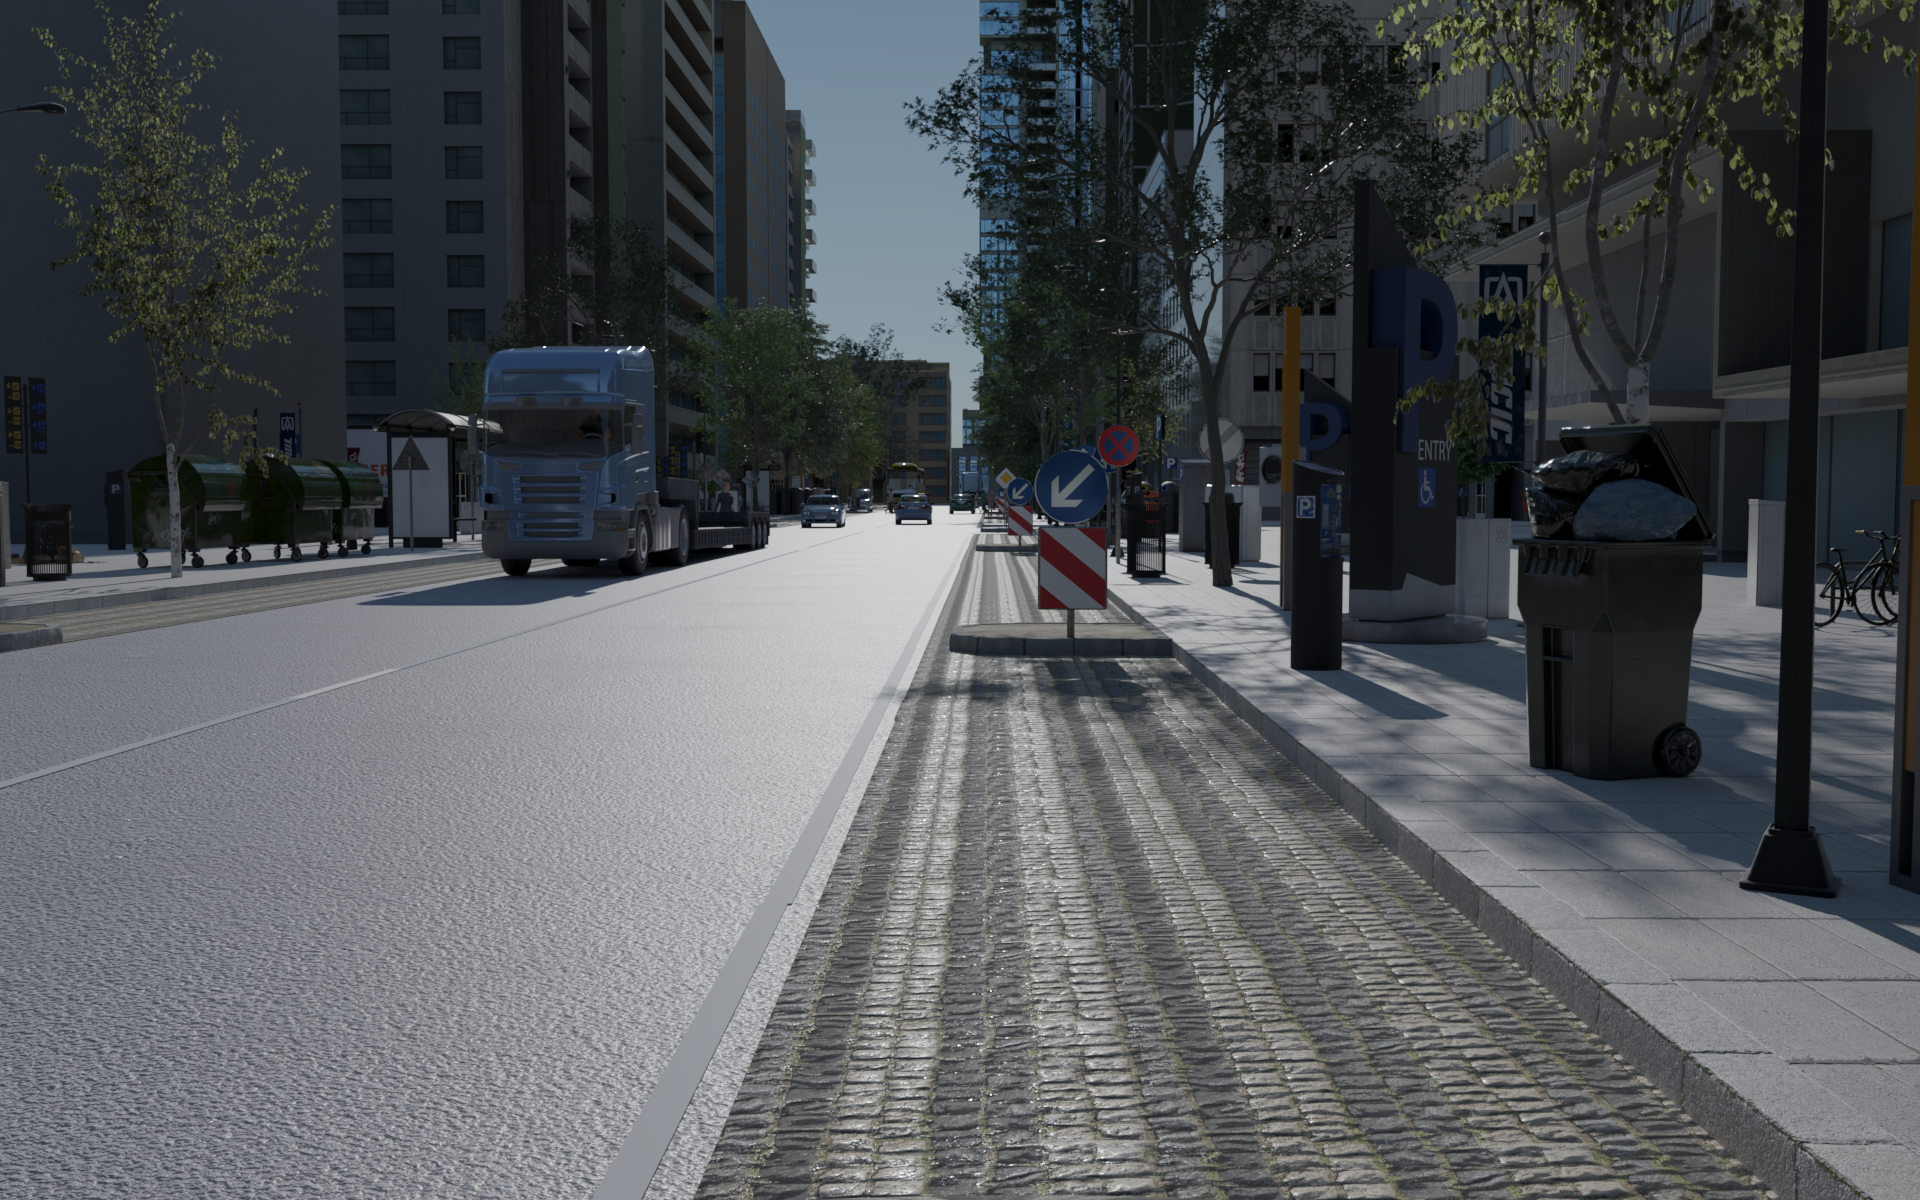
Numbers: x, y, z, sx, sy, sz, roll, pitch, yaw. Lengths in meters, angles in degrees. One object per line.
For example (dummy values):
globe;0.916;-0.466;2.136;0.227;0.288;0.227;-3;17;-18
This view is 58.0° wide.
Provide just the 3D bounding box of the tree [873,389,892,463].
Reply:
tree;-10.060;-14.151;157.128;9.928;11.665;9.643;0;3;0

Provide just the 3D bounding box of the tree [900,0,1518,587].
tree;3.610;-5.488;24.135;8.767;10.594;7.601;-1;4;-11

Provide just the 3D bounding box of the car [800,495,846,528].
car;-5.909;-3.864;75.186;2.014;1.417;4.499;0;4;-1

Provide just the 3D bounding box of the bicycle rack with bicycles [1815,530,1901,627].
bicycle rack with bicycles;9.474;-0.195;16.569;2.925;0.926;2.852;0;4;-3

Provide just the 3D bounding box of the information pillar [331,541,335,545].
information pillar;-16.020;-2.406;43.830;0.304;2.012;0.304;0;4;-4

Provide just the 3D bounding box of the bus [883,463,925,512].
bus;-4.363;-9.083;140.057;2.896;3.916;12.252;0;4;2

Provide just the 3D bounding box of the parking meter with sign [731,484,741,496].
parking meter with sign;-16.637;-8.081;128.392;1.738;3.016;0.543;-1;4;-20

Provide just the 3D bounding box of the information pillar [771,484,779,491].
information pillar;-13.369;-7.297;123.801;0.304;2.012;0.304;-3;5;-44

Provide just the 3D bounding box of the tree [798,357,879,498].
tree;-10.575;-13.816;144.016;7.486;12.596;7.792;0;3;0

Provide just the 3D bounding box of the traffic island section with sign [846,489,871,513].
traffic island section with sign;-7.648;-7.312;128.172;1.989;1.847;2.006;0;4;1

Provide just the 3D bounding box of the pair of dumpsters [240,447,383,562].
pair of dumpsters;-13.023;-1.965;34.618;1.574;2.255;4.437;0;4;1

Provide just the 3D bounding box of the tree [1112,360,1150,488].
tree;9.542;-8.437;88.308;4.360;8.622;3.978;0;3;0

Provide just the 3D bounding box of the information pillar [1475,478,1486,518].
information pillar;21.999;-4.202;73.202;0.304;2.012;0.304;3;5;39

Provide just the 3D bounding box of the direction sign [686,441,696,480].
direction sign;-11.384;-5.030;74.241;0.379;3.537;0.876;0;4;-3

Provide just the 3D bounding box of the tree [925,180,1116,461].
tree;4.515;-15.347;106.813;12.611;20.169;13.585;0;3;0

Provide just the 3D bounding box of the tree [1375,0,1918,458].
tree;3.990;-3.647;9.986;4.360;8.622;3.978;0;3;0

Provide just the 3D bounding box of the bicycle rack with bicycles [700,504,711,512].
bicycle rack with bicycles;-16.077;-6.461;119.024;2.925;0.926;2.852;2;4;26

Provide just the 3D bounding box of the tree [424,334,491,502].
tree;-22.115;-7.848;78.684;4.737;8.622;4.395;0;3;0

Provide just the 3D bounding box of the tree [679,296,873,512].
tree;-10.813;-10.107;91.005;9.928;11.665;9.643;0;3;0

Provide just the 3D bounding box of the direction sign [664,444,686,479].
direction sign;-12.667;-5.248;77.797;0.876;3.537;0.379;0;4;5

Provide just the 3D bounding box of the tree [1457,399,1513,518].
tree;17.267;-4.630;59.421;4.285;4.588;4.351;0;3;0

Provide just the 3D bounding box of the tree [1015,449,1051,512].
tree;5.623;-8.662;125.342;4.285;4.588;4.351;0;3;0

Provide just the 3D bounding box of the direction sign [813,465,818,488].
direction sign;-10.435;-8.141;125.099;0.379;3.537;0.876;-2;4;-31

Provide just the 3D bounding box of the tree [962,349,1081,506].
tree;5.034;-14.122;137.556;9.857;13.997;8.962;0;3;0

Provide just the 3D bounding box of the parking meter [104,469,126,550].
parking meter;-19.360;-2.077;39.665;0.399;1.863;0.255;-2;4;-34

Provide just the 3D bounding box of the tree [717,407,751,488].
tree;-18.660;-11.670;141.173;4.737;8.622;4.395;0;3;0

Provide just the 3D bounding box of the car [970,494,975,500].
car;0.982;-10.823;186.749;2.009;1.686;4.222;0;4;3

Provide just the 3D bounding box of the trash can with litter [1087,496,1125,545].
trash can with litter;3.531;-1.954;43.337;0.624;1.170;1.055;2;4;34

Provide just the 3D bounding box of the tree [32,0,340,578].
tree;-11.861;-4.637;26.183;4.360;8.622;3.978;0;3;0

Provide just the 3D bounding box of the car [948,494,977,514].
car;0.169;-6.947;125.380;2.131;1.459;4.920;0;4;2

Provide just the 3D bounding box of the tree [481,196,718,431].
tree;-11.560;-7.395;55.315;8.767;10.594;7.601;1;4;14

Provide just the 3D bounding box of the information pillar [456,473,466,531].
information pillar;-17.267;-3.382;59.788;0.304;2.012;0.304;2;4;26

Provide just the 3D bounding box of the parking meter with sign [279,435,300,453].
parking meter with sign;-19.520;-3.283;49.933;0.543;3.016;1.738;0;4;-7

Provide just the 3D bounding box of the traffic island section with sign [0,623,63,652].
traffic island section with sign;-9.627;-0.461;16.162;1.989;1.847;2.006;0;4;1

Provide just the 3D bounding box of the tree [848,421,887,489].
tree;-9.220;-13.280;167.486;4.360;8.622;3.978;0;3;0

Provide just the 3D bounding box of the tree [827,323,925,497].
tree;-8.552;-20.374;188.997;12.611;20.169;13.585;0;3;0

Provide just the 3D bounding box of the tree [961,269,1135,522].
tree;4.214;-9.440;80.104;9.928;11.665;9.643;0;3;0

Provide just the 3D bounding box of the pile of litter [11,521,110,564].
pile of litter;-16.800;-1.108;32.080;1.719;0.858;1.176;0;4;4

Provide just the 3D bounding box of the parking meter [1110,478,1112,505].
parking meter;5.209;-3.425;61.710;0.399;1.863;0.255;0;4;5

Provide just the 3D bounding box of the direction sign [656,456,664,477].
direction sign;-17.823;-6.833;103.720;0.876;3.537;0.379;-3;5;-44

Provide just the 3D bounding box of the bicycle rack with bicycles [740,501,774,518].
bicycle rack with bicycles;-11.441;-4.959;94.454;2.852;0.926;2.925;-2;4;-34

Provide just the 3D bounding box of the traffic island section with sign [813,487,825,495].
traffic island section with sign;-8.132;-5.602;100.214;1.989;1.847;2.006;0;4;1

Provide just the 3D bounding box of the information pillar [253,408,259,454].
information pillar;-19.062;-3.400;46.950;0.183;3.616;0.504;-1;4;-16

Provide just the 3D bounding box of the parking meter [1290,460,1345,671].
parking meter;2.620;-0.262;12.699;0.372;1.533;0.369;0;3;0

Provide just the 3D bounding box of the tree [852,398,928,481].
tree;-9.130;-18.896;219.319;12.009;13.543;11.850;0;3;0

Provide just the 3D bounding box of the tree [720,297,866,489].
tree;-10.994;-12.560;112.007;9.857;13.997;8.962;0;3;0

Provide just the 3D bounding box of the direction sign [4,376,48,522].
direction sign;-18.065;-2.542;33.555;0.379;3.537;0.876;2;4;23

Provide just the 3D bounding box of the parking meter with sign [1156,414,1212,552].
parking meter with sign;5.229;-2.568;38.243;1.738;3.016;0.543;0;4;-6

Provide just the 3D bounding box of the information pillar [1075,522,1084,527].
information pillar;3.242;-2.637;47.606;0.304;2.012;0.304;3;4;38

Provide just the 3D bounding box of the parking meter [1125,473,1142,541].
parking meter;4.708;-2.521;46.934;0.399;1.863;0.255;-2;4;-29

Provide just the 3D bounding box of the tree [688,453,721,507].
tree;-11.776;-5.320;81.578;1.663;3.219;1.824;0;3;0

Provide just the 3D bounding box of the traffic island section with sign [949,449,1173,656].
traffic island section with sign;0.903;-0.463;16.202;1.989;1.847;2.006;0;4;1

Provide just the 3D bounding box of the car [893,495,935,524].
car;-2.207;-4.348;83.085;2.014;1.417;4.499;0;4;0
